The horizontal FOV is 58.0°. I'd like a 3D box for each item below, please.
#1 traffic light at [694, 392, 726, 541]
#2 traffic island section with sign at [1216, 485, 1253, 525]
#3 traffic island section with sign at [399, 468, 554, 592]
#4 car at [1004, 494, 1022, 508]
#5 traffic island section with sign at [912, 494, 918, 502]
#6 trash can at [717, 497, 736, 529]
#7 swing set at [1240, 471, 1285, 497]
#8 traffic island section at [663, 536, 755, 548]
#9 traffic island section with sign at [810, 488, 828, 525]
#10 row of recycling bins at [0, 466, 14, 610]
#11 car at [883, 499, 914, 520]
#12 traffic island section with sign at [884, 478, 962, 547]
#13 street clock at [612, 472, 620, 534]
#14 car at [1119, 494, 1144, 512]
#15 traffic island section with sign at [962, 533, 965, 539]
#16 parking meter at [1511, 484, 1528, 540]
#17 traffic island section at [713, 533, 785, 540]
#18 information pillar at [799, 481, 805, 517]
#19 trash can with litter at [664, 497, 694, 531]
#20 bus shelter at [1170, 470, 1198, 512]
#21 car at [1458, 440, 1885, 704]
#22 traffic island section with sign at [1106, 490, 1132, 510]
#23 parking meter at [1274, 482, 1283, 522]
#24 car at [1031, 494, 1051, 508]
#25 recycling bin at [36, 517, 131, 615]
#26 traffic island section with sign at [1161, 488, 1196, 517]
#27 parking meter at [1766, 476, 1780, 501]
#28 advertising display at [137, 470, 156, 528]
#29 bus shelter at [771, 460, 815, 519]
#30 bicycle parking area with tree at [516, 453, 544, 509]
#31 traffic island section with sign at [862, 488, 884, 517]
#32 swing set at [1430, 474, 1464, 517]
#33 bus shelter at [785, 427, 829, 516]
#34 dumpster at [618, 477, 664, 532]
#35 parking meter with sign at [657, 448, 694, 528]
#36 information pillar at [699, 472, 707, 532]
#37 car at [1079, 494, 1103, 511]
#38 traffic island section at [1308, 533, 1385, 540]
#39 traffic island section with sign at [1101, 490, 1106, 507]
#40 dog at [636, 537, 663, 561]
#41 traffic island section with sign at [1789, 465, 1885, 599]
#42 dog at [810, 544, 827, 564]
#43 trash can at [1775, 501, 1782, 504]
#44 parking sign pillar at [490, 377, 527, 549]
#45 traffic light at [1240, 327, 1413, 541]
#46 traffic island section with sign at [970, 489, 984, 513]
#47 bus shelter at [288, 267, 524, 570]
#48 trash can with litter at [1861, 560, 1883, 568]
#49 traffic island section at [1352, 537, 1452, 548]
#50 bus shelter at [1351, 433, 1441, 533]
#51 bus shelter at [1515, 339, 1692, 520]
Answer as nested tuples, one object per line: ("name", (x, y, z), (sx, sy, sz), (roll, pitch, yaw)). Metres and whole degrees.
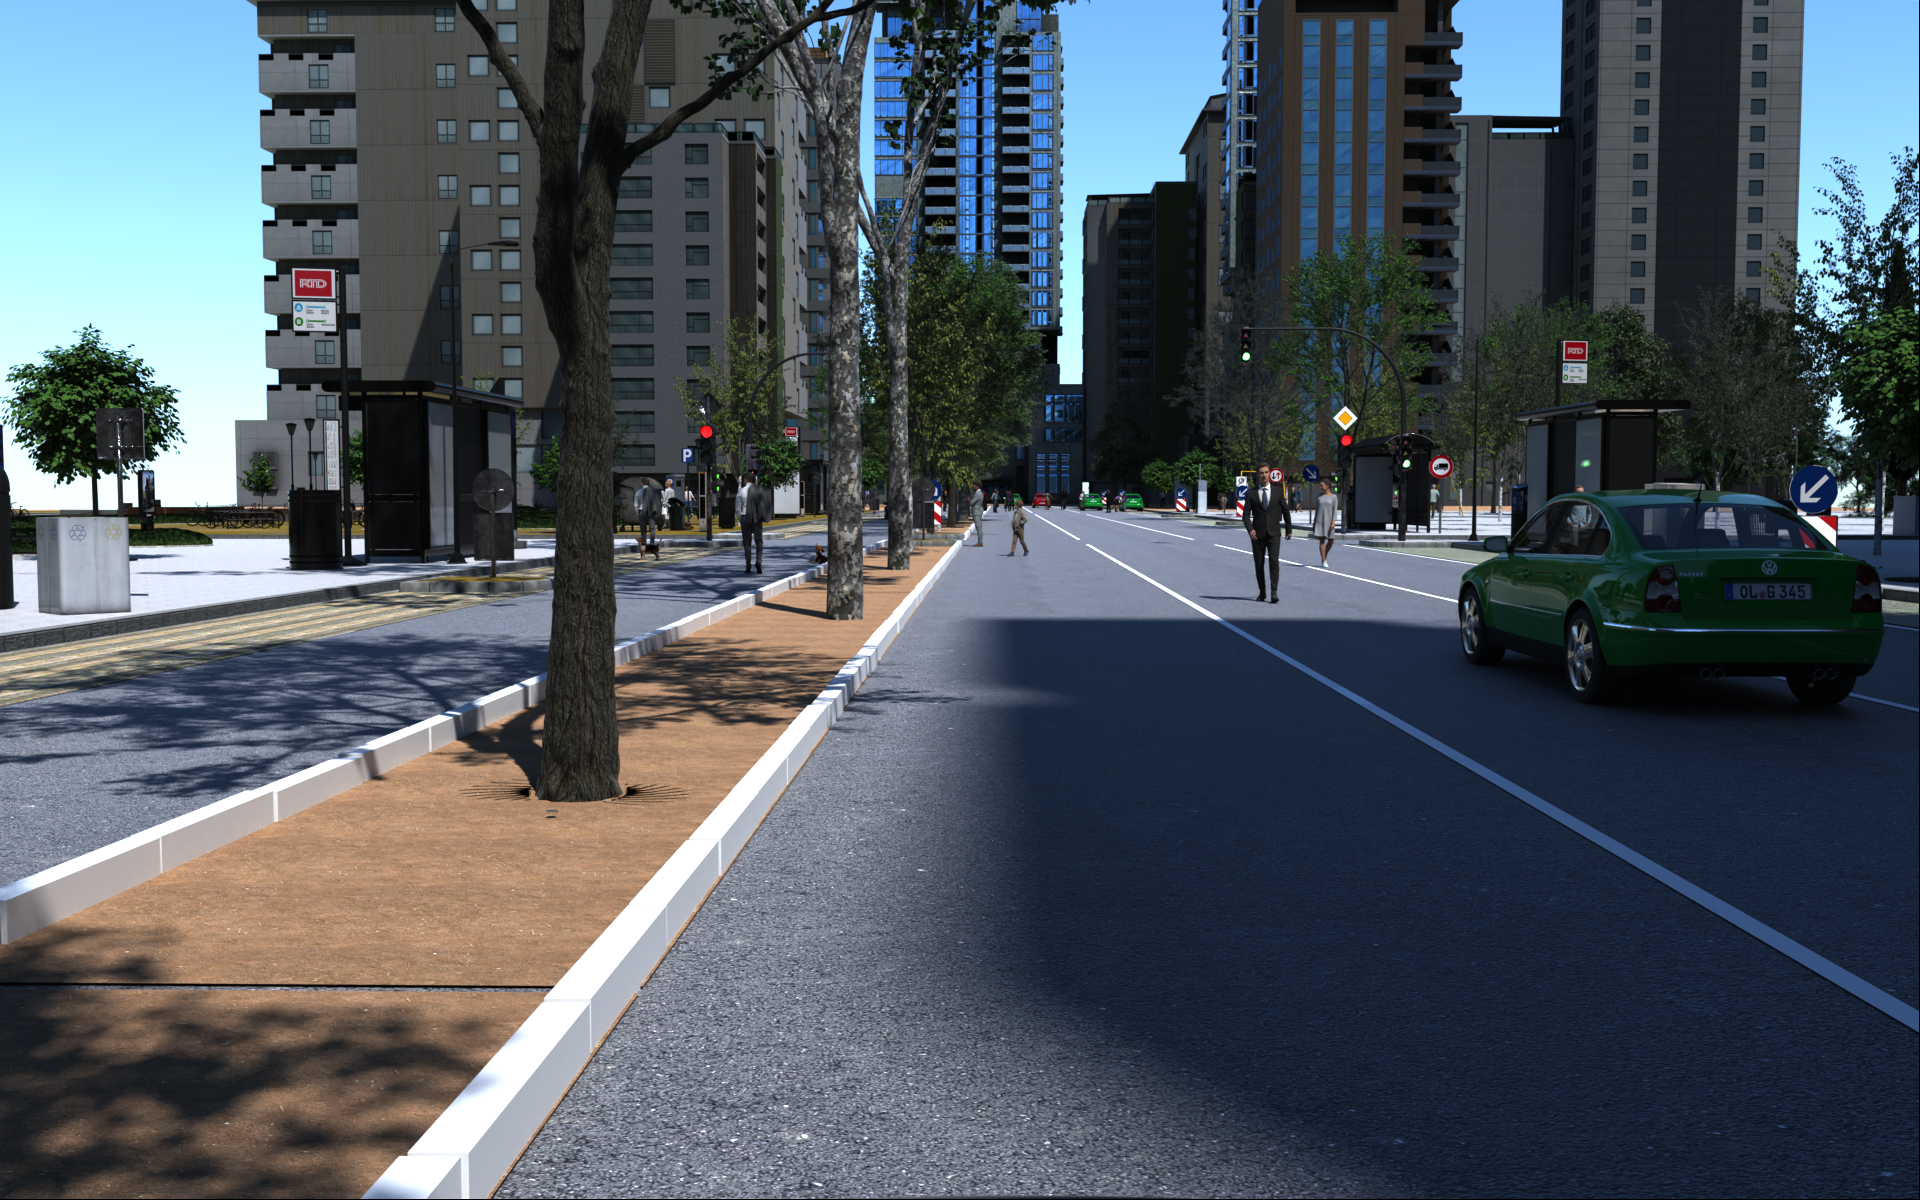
("traffic light", (-6.901, -3.594, 47.679), (0.839, 4.253, 0.868), (0, 4, 1))
("traffic island section with sign", (12.854, -4.362, 79.951), (1.989, 1.847, 2.006), (0, 4, 1))
("traffic island section with sign", (-7.114, -1.062, 25.986), (1.989, 1.847, 2.006), (0, 4, 1))
("car", (5.354, -10.174, 175.148), (1.959, 1.807, 4.718), (0, 4, 1))
("traffic island section with sign", (-4.100, -9.107, 157.523), (1.989, 1.847, 2.006), (0, 4, 1))
("trash can", (-8.623, -3.205, 64.054), (0.748, 1.137, 0.748), (0, 3, 0))
("swing set", (20.668, -7.357, 117.901), (3.119, 2.851, 2.862), (0, 4, 1))
("traffic island section", (-6.941, -1.562, 47.815), (2.009, 0.180, 2.903), (0, 4, 1))
("traffic island section with sign", (-5.868, -4.389, 80.388), (1.989, 1.847, 2.006), (0, 4, 1))
("row of recycling bins", (-10.971, -0.661, 17.914), (1.069, 1.692, 3.534), (0, 4, -4))
("car", (-3.380, -5.258, 98.547), (1.945, 1.354, 3.894), (0, 4, 0))
("traffic island section with sign", (-1.045, -2.433, 47.914), (2.006, 1.907, 1.989), (0, 4, 1))
("street clock", (-11.230, -3.149, 56.053), (0.358, 2.002, 0.471), (-3, 5, -44))
("car", (14.025, -8.150, 142.052), (1.959, 1.807, 4.718), (0, 4, 1))
("traffic island section with sign", (-0.866, -2.886, 55.319), (2.006, 1.907, 1.989), (0, 4, 1))
("parking meter", (13.582, -2.058, 42.056), (0.372, 1.533, 0.369), (0, 3, 0))
("traffic island section", (-6.758, -2.050, 55.798), (2.009, 0.180, 2.903), (0, 4, 1))
("information pillar", (-8.979, -5.742, 98.381), (0.304, 2.012, 0.304), (0, 4, -2))
("trash can with litter", (-9.876, -3.030, 60.928), (0.624, 1.170, 1.055), (2, 4, 29))
("bus shelter", (16.254, -7.919, 123.402), (2.014, 3.302, 5.546), (0, 4, 1))
("car", (5.144, -0.268, 13.174), (1.959, 1.807, 4.718), (0, 4, 1))
("traffic island section with sign", (14.629, -9.126, 157.835), (1.989, 1.847, 2.006), (0, 4, 1))
("parking meter", (14.879, -4.605, 81.011), (0.399, 1.863, 0.255), (-1, 4, -14))
("car", (8.397, -10.391, 178.934), (2.155, 1.783, 4.494), (0, 4, 0))
("recycling bin", (-9.505, -0.381, 18.781), (0.722, 1.027, 0.722), (3, 5, 42))
("traffic island section with sign", (13.463, -6.010, 106.899), (1.989, 1.847, 2.006), (0, 4, 1))
("parking meter", (26.694, -3.130, 56.892), (0.399, 1.863, 0.255), (3, 4, 38))
("advertising display", (-21.853, -2.528, 46.545), (0.123, 1.923, 0.974), (0, 4, -7))
("bus shelter", (-9.037, -6.050, 92.836), (2.014, 3.302, 5.546), (0, 4, 1))
("bicycle parking area with tree", (-32.552, -7.914, 116.396), (8.231, 4.147, 9.016), (1, 4, 16))
("traffic island section with sign", (-5.249, -6.037, 107.336), (1.989, 1.847, 2.006), (0, 4, 1))
("swing set", (26.649, -6.165, 98.412), (2.862, 2.851, 3.119), (-2, 4, -31))
("bus shelter", (-9.306, -7.871, 106.326), (2.179, 5.291, 8.768), (0, 4, 1))
("dumpster", (-10.883, -3.258, 59.034), (1.264, 1.857, 1.865), (0, 4, 1))
("parking meter with sign", (-10.739, -4.218, 65.228), (0.543, 3.016, 1.738), (2, 4, 28))
("information pillar", (-8.600, -3.302, 58.476), (0.304, 2.012, 0.304), (2, 4, 30))
("car", (11.402, -8.674, 150.612), (1.959, 1.807, 4.718), (0, 4, 0))
("traffic island section", (12.278, -2.023, 55.359), (2.009, 0.180, 2.903), (0, 4, 1))
("traffic island section with sign", (15.251, -10.774, 184.783), (1.989, 1.847, 2.006), (0, 4, 1))
("dog", (-6.673, -1.096, 37.211), (0.406, 0.507, 0.540), (1, 4, 14))
("traffic island section with sign", (11.576, -0.968, 24.449), (1.989, 1.847, 2.006), (0, 4, 1))
("dog", (-2.902, -0.940, 35.565), (0.550, 0.427, 0.748), (1, 4, 11))
("trash can", (15.625, -1.353, 33.771), (0.748, 1.137, 0.748), (0, 3, 0))
("parking sign pillar", (-10.925, -3.190, 40.635), (1.447, 3.967, 1.447), (-3, 5, -44))
("traffic light", (9.962, -4.434, 47.169), (4.771, 5.953, 1.251), (0, 4, 1))
("traffic island section with sign", (0.845, -7.480, 130.439), (2.006, 1.907, 1.989), (0, 4, 1))
("bus shelter", (-10.670, -3.409, 33.368), (2.179, 5.291, 8.768), (0, 4, 1))
("trash can with litter", (15.065, -1.137, 29.655), (2.233, 1.210, 1.678), (-2, 4, -24))
("traffic island section", (12.095, -1.535, 47.376), (2.009, 0.180, 2.903), (0, 4, 1))
("bus shelter", (14.882, -4.030, 59.808), (2.014, 3.302, 5.546), (0, 4, 1))
("bus shelter", (15.241, -3.979, 42.686), (2.179, 5.291, 8.768), (0, 4, 1))
